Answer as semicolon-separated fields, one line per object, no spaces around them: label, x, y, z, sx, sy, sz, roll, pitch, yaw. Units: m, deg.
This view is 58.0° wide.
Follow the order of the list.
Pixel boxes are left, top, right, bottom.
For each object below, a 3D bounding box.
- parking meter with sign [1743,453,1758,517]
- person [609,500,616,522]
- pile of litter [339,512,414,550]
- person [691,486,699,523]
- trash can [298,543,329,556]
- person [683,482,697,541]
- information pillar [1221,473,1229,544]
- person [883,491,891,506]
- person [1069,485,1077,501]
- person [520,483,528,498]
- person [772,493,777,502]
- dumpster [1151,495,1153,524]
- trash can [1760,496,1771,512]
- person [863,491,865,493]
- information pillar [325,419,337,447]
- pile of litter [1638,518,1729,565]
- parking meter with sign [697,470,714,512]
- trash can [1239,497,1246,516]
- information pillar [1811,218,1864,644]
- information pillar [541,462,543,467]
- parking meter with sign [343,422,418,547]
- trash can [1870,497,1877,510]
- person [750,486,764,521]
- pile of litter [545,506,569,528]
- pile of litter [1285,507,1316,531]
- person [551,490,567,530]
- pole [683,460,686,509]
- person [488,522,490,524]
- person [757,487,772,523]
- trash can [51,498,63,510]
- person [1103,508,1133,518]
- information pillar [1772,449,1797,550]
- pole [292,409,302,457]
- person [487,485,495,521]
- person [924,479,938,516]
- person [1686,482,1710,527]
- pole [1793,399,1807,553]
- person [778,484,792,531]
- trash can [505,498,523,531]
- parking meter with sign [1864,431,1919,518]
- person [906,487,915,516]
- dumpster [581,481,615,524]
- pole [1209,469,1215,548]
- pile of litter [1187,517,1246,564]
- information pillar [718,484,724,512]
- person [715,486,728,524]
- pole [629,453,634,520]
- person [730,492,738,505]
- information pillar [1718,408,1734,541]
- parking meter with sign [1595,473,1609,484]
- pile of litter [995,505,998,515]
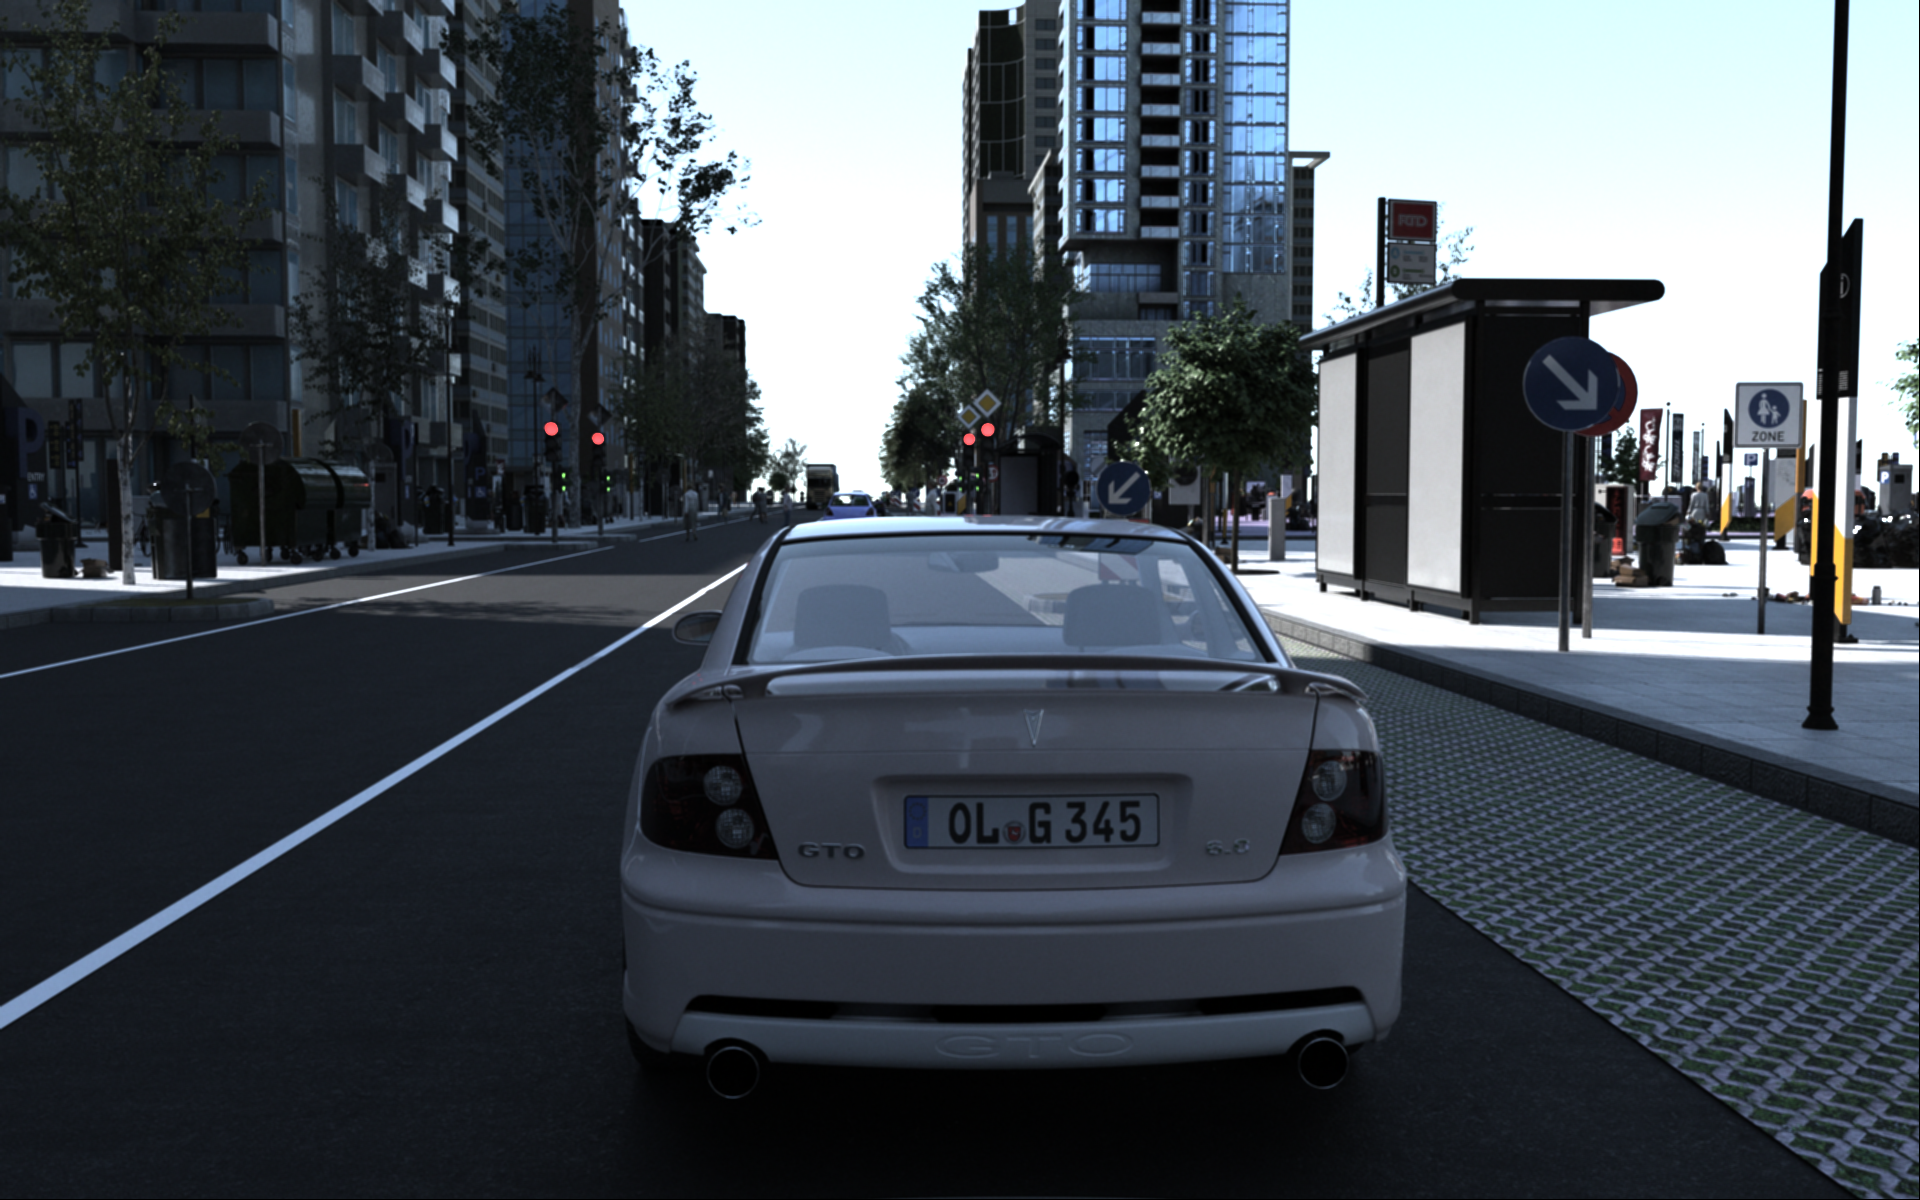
parking meter with sign;33.949;-4.779;74.393;0.543;3.016;1.738;2;4;25
person;-15.959;-4.204;79.446;0.373;1.253;0.362;3;4;39
pile of litter;-13.687;-1.629;40.603;1.719;0.858;1.176;-1;4;-19
person;-12.404;-4.411;80.850;0.478;1.798;0.641;-3;4;-36
trash can;-13.461;-1.492;36.040;0.748;1.137;0.748;0;3;0
person;-8.250;-2.717;53.155;0.478;1.798;0.641;-2;4;-27
information pillar;6.807;-3.245;44.416;0.183;3.616;0.504;1;4;12
person;-8.005;-11.161;190.995;0.705;1.823;1.348;3;5;39
person;4.449;-3.893;69.904;0.699;1.804;1.509;2;4;24
person;-21.419;-4.831;85.206;0.592;1.802;0.473;-2;4;-32
person;-27.893;-15.393;258.436;1.217;1.735;0.721;-1;4;-16
dumpster;4.490;-2.458;42.690;1.502;2.255;1.985;0;4;-3
trash can;53.160;-6.275;114.241;0.748;1.137;0.748;0;3;0
person;-11.296;-11.849;202.102;0.599;1.838;0.709;-2;4;-30
information pillar;-19.670;-3.847;54.247;0.504;3.616;0.183;2;4;31
pile of litter;13.252;-1.085;31.706;1.719;0.858;1.176;0;4;6
parking meter with sign;-18.671;-7.932;125.941;0.543;3.016;1.738;3;4;37
trash can;16.184;-5.390;99.777;0.748;1.137;0.748;0;3;0
information pillar;7.594;-1.446;15.004;0.183;3.616;0.504;0;4;-7
information pillar;-30.618;-8.305;127.142;0.504;3.616;0.183;3;5;42
parking meter with sign;-14.043;-2.795;41.954;1.738;3.016;0.543;-2;4;-27
trash can;45.701;-4.616;87.122;0.748;1.137;0.748;0;3;0
person;-10.672;-5.072;91.386;0.822;1.834;0.622;2;4;32
pile of litter;-15.374;-3.184;66.019;1.176;0.858;1.719;0;4;-5
pile of litter;11.816;-2.868;60.860;1.176;0.858;1.719;-3;5;-44
person;-13.896;-3.253;59.983;0.466;1.731;0.760;1;4;15
pole;-16.472;-6.714;103.613;0.158;3.312;0.155;0;3;0
person;-20.762;-4.235;75.191;0.836;1.842;0.656;-3;4;-37
person;-9.658;-4.690;85.532;0.716;1.782;0.532;-1;4;-13
trash can;-30.655;-2.865;58.501;0.748;1.137;0.748;0;3;0
person;2.286;-0.975;24.425;0.713;1.824;0.794;0;4;-5
information pillar;18.895;-2.949;39.579;0.504;3.616;0.183;2;4;35
pole;-15.957;-2.931;41.766;0.158;3.312;0.155;0;3;0
person;-21.859;-4.569;81.099;0.532;1.782;0.716;3;5;40
person;-0.633;-2.069;42.559;0.641;1.798;0.478;1;4;10
person;21.591;-2.559;50.698;0.694;1.780;0.624;2;4;27
pole;18.164;-2.666;37.430;0.158;3.312;0.155;0;3;0
person;-5.649;-2.835;55.521;0.598;1.740;0.731;-1;4;-21
trash can;-15.585;-2.991;60.559;0.748;1.137;0.748;0;3;0
parking meter with sign;24.052;-2.955;44.570;1.738;3.016;0.543;-1;4;-13
person;-2.762;-5.340;95.995;0.511;1.800;0.466;-1;4;-15
dumpster;-15.819;-4.269;75.555;1.264;1.857;1.865;0;4;-3
pole;6.011;-2.913;41.474;0.158;3.312;0.155;0;3;0
pile of litter;4.646;-1.112;32.144;1.719;0.858;1.176;-2;4;-27
information pillar;-17.061;-7.300;123.844;0.304;2.012;0.304;3;5;44
person;-11.300;-4.528;82.521;0.794;1.824;0.713;2;4;33
pole;-16.221;-5.608;85.533;0.158;3.312;0.155;0;3;0
person;-25.768;-11.727;197.773;0.705;1.824;1.348;2;4;29
information pillar;20.831;-3.405;47.029;0.183;3.616;0.504;0;4;1
parking meter with sign;23.619;-4.152;64.139;0.543;3.016;1.738;-3;4;-38
pile of litter;2.912;-6.735;124.078;1.176;0.858;1.719;2;4;29
